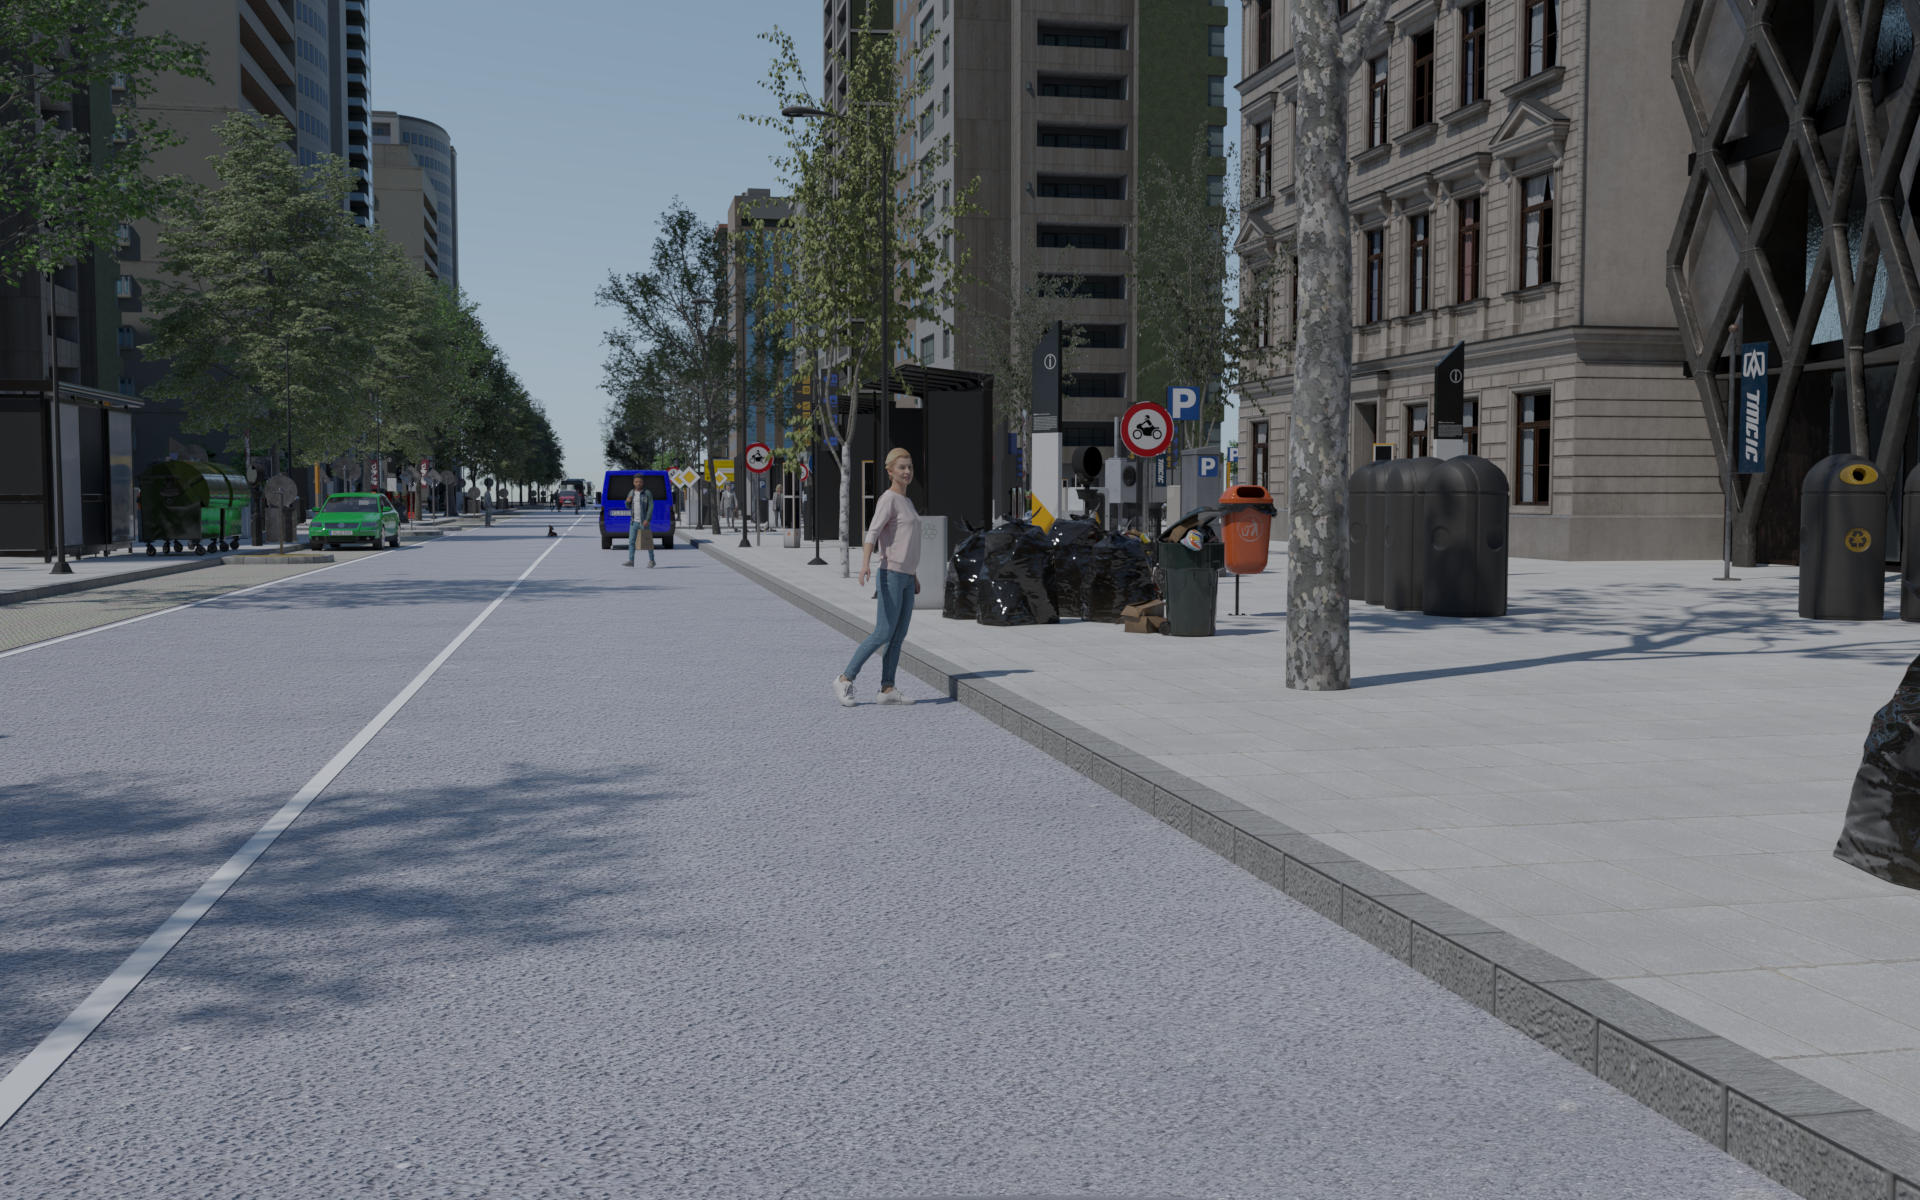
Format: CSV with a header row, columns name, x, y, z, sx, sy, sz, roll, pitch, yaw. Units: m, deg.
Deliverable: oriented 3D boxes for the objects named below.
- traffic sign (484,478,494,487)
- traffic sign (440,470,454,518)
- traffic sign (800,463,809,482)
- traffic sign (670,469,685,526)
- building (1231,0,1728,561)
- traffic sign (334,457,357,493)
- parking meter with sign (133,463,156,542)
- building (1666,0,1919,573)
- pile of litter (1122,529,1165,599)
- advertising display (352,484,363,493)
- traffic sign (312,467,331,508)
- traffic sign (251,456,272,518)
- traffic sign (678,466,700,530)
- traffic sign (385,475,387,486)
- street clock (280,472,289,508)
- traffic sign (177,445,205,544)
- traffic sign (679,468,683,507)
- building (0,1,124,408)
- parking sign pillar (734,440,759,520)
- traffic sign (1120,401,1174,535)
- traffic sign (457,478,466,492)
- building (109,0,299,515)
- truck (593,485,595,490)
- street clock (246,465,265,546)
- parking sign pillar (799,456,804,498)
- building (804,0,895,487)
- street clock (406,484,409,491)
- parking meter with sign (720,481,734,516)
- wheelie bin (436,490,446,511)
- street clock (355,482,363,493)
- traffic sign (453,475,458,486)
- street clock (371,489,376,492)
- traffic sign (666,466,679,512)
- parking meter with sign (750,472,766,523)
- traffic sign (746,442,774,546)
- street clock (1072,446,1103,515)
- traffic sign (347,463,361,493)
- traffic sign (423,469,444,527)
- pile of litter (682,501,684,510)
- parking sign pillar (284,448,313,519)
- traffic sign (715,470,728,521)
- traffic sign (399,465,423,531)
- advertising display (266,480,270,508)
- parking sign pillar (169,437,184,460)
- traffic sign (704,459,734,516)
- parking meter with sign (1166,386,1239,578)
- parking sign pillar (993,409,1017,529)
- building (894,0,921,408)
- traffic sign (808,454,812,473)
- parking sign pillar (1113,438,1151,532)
name,x,y,z,sx,sy,sz,roll,pitch,yaw
traffic sign,-36.771,-8.263,135.199,0.768,2.556,0.104,-1,4,-9
traffic sign,-27.574,-5.688,93.097,0.768,2.556,0.104,-1,4,-10
traffic sign,-6.619,-4.363,71.449,0.768,2.556,0.104,0,4,-3
traffic sign,-11.286,-4.047,69.803,0.795,2.450,0.064,-1,4,-12
building,14.379,-10.859,42.174,10.561,19.102,19.286,-1,4,-12
traffic sign,-21.121,-3.635,59.538,0.768,2.556,0.104,0,4,-4
parking meter with sign,-22.323,-3.037,45.922,1.738,3.016,0.543,-1,4,-8
building,21.228,-9.648,25.195,16.820,18.784,16.811,-1,4,-12
pile of litter,2.203,-0.462,21.511,1.719,0.858,1.176,2,4,28
advertising display,-39.710,-6.673,114.315,0.974,1.923,0.123,0,4,-1
traffic sign,-30.567,-5.074,82.962,0.884,2.594,0.081,0,4,-4
traffic sign,-18.913,-2.734,46.828,0.606,2.300,0.079,0,4,-3
traffic sign,-9.682,-3.568,61.981,0.795,2.450,0.064,-1,4,-12
traffic sign,-30.556,-5.560,93.041,0.606,2.300,0.079,-1,4,-9
street clock,-22.344,-3.215,57.130,0.471,2.002,0.358,2,4,34
traffic sign,-19.773,-2.724,44.644,0.768,2.556,0.104,-1,4,-9
traffic sign,-13.842,-5.209,85.269,0.768,2.556,0.104,0,4,-4
building,-49.692,-19.034,82.912,14.160,30.474,14.107,-1,4,-12
parking sign pillar,-10.653,-6.016,86.841,1.447,3.967,1.447,1,4,14
traffic sign,2.561,-1.454,23.874,0.768,2.556,0.104,-1,4,-11
traffic sign,-40.487,-8.597,140.668,0.768,2.556,0.104,0,4,-4
building,-55.225,-29.781,110.623,21.300,48.544,21.600,-1,4,-12
truck,-63.075,-18.032,290.752,3.469,3.379,9.791,-1,4,-12
street clock,-17.292,-2.324,42.562,0.471,2.002,0.358,3,4,36
parking sign pillar,-11.535,-8.227,122.984,1.447,3.967,1.447,1,4,18
building,-1.558,-42.714,136.627,20.563,71.187,20.611,-1,4,-12
street clock,-36.709,-6.772,115.295,0.358,2.002,0.471,-2,4,-26
parking meter with sign,-13.233,-6.320,99.586,0.543,3.016,1.738,-3,5,-43
wheelie bin,-38.285,-7.340,127.910,0.693,1.594,0.980,0,4,-4
street clock,-37.431,-6.320,107.895,0.358,2.002,0.471,2,4,28
traffic sign,-33.843,-7.054,115.443,0.768,2.556,0.104,-1,4,-10
street clock,-36.167,-6.256,106.858,0.358,2.002,0.471,1,4,21
traffic sign,-13.222,-4.889,80.048,0.768,2.556,0.104,0,4,-2
parking meter with sign,-8.954,-4.940,77.022,0.543,3.016,1.738,-2,4,-30
traffic sign,-4.984,-2.609,42.766,0.768,2.556,0.104,-1,4,-11
street clock,1.915,-1.319,26.139,0.358,2.002,0.471,3,5,43
traffic sign,-23.909,-4.153,68.002,0.768,2.556,0.104,0,4,-6
traffic sign,-20.641,-3.931,67.912,0.795,2.450,0.064,-1,4,-12
pile of litter,-21.241,-7.441,135.619,1.719,0.858,1.176,3,4,38
parking sign pillar,-39.042,-6.930,101.773,1.447,3.967,1.447,0,4,5
traffic sign,-11.589,-5.028,83.397,0.795,2.450,0.064,-1,4,-8
traffic sign,-19.036,-3.452,60.090,0.795,2.450,0.064,-1,4,-12
advertising display,-30.896,-4.434,77.712,0.123,1.923,0.974,-3,5,-39
parking sign pillar,-36.637,-5.709,81.816,1.447,3.967,1.447,-1,4,-12
traffic sign,-13.830,-6.572,101.317,2.265,3.308,0.079,0,4,-3
parking meter with sign,3.778,-1.900,27.331,0.543,3.016,1.738,-1,4,-12
parking sign pillar,1.444,-4.097,55.464,1.447,3.967,1.447,-1,4,-12
building,3.689,-28.287,112.605,14.600,45.320,14.200,-1,4,-12
traffic sign,-4.063,-3.094,50.690,0.768,2.556,0.104,0,4,-5
parking sign pillar,5.788,-4.291,58.626,1.447,3.967,1.447,-3,4,-36
